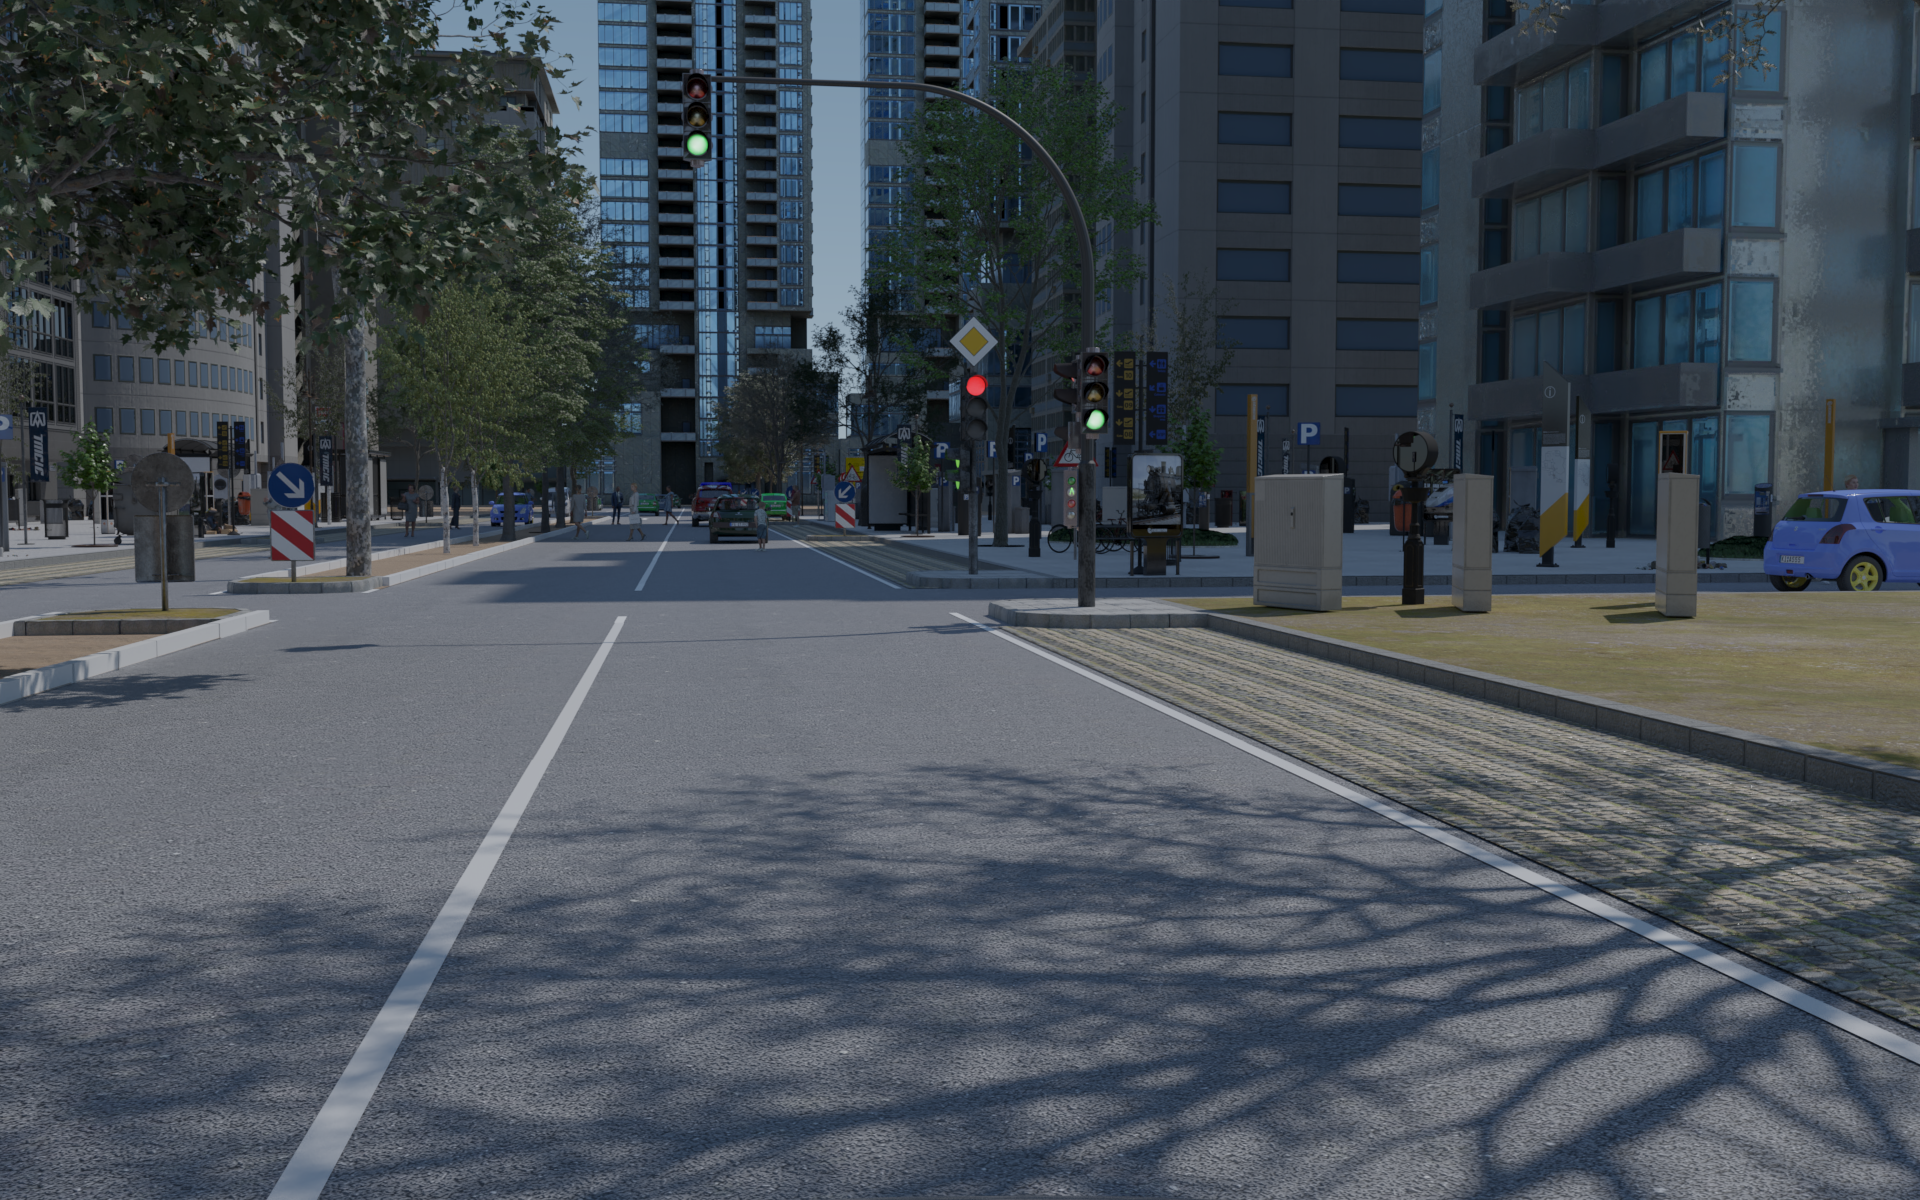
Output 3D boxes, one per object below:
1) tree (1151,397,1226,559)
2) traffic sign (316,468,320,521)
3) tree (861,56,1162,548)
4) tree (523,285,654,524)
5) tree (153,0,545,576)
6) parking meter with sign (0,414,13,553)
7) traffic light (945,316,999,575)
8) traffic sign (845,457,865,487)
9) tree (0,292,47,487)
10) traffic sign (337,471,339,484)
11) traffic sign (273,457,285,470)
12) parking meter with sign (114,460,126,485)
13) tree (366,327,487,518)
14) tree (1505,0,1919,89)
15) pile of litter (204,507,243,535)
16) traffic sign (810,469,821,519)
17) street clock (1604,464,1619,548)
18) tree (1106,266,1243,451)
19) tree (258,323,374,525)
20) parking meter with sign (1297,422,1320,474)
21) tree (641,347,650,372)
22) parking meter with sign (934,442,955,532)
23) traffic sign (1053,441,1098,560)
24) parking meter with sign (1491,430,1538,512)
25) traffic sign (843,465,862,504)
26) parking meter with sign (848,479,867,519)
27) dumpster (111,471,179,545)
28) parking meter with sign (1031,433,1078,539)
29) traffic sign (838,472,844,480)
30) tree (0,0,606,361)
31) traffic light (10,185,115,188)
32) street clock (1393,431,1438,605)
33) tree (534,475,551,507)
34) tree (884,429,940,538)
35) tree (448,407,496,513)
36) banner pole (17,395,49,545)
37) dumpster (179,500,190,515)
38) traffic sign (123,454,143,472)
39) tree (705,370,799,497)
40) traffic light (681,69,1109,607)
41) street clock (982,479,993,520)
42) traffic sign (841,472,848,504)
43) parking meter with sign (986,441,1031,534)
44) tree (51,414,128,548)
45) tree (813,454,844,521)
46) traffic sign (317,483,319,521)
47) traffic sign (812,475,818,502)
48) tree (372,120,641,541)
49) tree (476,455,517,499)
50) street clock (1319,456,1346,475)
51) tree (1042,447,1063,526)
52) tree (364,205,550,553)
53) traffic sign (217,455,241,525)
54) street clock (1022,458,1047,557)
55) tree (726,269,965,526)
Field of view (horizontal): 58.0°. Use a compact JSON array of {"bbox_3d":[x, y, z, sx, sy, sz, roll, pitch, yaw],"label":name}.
[{"bbox_3d":[4.733,-2.454,34.727,1.663,3.219,1.824,0,3,0],"label":"tree"},{"bbox_3d":[-30.545,-5.022,82.208,0.768,2.556,0.104,0,4,-1],"label":"traffic sign"},{"bbox_3d":[1.088,-7.086,41.613,9.928,11.665,9.643,0,3,0],"label":"tree"},{"bbox_3d":[-18.502,-9.472,83.087,9.928,11.665,9.643,0,3,0],"label":"tree"},{"bbox_3d":[-11.808,-10.513,30.241,12.611,20.169,13.585,0,3,0],"label":"tree"},{"bbox_3d":[-21.474,-2.590,38.600,0.543,3.016,1.738,-2,4,-34],"label":"parking meter with sign"},{"bbox_3d":[0.192,-2.361,27.528,0.839,4.253,0.868,-1,4,-9],"label":"traffic light"},{"bbox_3d":[-5.119,-6.134,94.157,2.265,3.308,0.079,0,4,-6],"label":"traffic sign"},{"bbox_3d":[-31.558,-6.458,55.953,4.360,8.622,3.978,0,3,0],"label":"tree"},{"bbox_3d":[-33.226,-5.689,93.115,0.768,2.556,0.104,0,3,0],"label":"traffic sign"},{"bbox_3d":[-23.762,-3.710,60.666,0.884,2.594,0.081,0,4,-8],"label":"traffic sign"},{"bbox_3d":[-42.455,-5.623,88.202,0.543,3.016,1.738,-3,5,-44],"label":"parking meter with sign"},{"bbox_3d":[-28.456,-9.588,91.176,7.601,10.594,8.767,0,4,-7],"label":"tree"},{"bbox_3d":[5.609,-5.955,7.733,12.009,13.543,11.850,0,3,0],"label":"tree"},{"bbox_3d":[-23.674,-2.534,55.395,1.176,0.858,1.719,2,4,33],"label":"pile of litter"},{"bbox_3d":[-7.294,-5.478,89.561,0.884,2.594,0.081,0,4,-8],"label":"traffic sign"},{"bbox_3d":[15.512,-2.243,41.239,0.358,2.002,0.471,1,4,15],"label":"street clock"},{"bbox_3d":[6.997,-6.445,55.736,4.360,8.622,3.978,0,3,0],"label":"tree"},{"bbox_3d":[-26.674,-7.462,72.365,4.360,8.622,3.978,0,3,0],"label":"tree"},{"bbox_3d":[8.696,-2.856,42.952,0.543,3.016,1.738,1,4,15],"label":"parking meter with sign"},{"bbox_3d":[-17.039,-9.335,73.218,7.486,12.596,7.792,0,3,0],"label":"tree"},{"bbox_3d":[-0.480,-3.841,59.059,0.543,3.016,1.738,0,4,8],"label":"parking meter with sign"},{"bbox_3d":[2.249,-2.062,33.724,0.884,2.594,0.081,0,4,-4],"label":"traffic sign"},{"bbox_3d":[15.358,-3.113,47.151,1.738,3.016,0.543,1,4,17],"label":"parking meter with sign"},{"bbox_3d":[-4.758,-4.675,76.442,0.884,2.594,0.081,0,4,-8],"label":"traffic sign"},{"bbox_3d":[-5.004,-5.617,88.100,0.543,3.016,1.738,2,4,34],"label":"parking meter with sign"},{"bbox_3d":[-20.906,-2.368,44.479,1.264,1.857,1.865,-1,4,-9],"label":"dumpster"},{"bbox_3d":[2.957,-3.220,48.914,1.738,3.016,0.543,3,4,37],"label":"parking meter with sign"},{"bbox_3d":[-6.712,-6.165,100.903,0.768,2.556,0.104,0,4,-7],"label":"traffic sign"},{"bbox_3d":[-7.560,-5.677,12.279,9.611,12.733,9.660,0,3,0],"label":"tree"},{"bbox_3d":[-13.872,-3.102,25.383,4.771,5.953,1.251,-1,4,-9],"label":"traffic light"},{"bbox_3d":[5.274,-0.950,20.101,0.358,2.002,0.471,-3,5,-43],"label":"street clock"},{"bbox_3d":[-42.076,-11.015,174.697,1.663,3.219,1.824,0,3,0],"label":"tree"},{"bbox_3d":[-1.176,-3.472,51.375,1.663,3.219,1.824,0,3,0],"label":"tree"},{"bbox_3d":[-33.475,-10.324,119.159,4.360,8.622,3.978,0,3,0],"label":"tree"},{"bbox_3d":[-23.453,-3.290,43.816,0.863,3.779,0.401,0,4,-3],"label":"banner pole"},{"bbox_3d":[-24.056,-3.055,52.441,1.502,2.255,1.985,-1,4,-9],"label":"dumpster"},{"bbox_3d":[-26.369,-3.380,55.366,0.768,2.556,0.104,0,4,-2],"label":"traffic sign"},{"bbox_3d":[-20.426,-16.350,173.977,9.857,13.997,8.962,0,3,0],"label":"tree"},{"bbox_3d":[-0.642,-2.722,19.178,4.771,5.953,1.251,-1,4,-9],"label":"traffic light"},{"bbox_3d":[1.468,-4.891,84.531,0.471,2.002,0.358,1,4,12],"label":"street clock"},{"bbox_3d":[-6.232,-5.882,96.270,0.768,2.556,0.104,0,4,-2],"label":"traffic sign"},{"bbox_3d":[1.601,-3.662,56.136,0.543,3.016,1.738,-3,4,-37],"label":"parking meter with sign"},{"bbox_3d":[-20.902,-2.897,41.968,1.663,3.219,1.824,0,3,0],"label":"tree"},{"bbox_3d":[-6.292,-5.452,83.743,1.663,3.219,1.824,0,3,0],"label":"tree"},{"bbox_3d":[-31.067,-5.117,83.770,0.768,2.556,0.104,0,4,-2],"label":"traffic sign"},{"bbox_3d":[-8.397,-6.264,102.524,0.768,2.556,0.104,0,4,-5],"label":"traffic sign"},{"bbox_3d":[-13.958,-8.097,52.966,7.486,12.596,7.792,0,3,0],"label":"tree"},{"bbox_3d":[-36.387,-9.330,136.260,4.285,4.588,4.351,0,3,0],"label":"tree"},{"bbox_3d":[7.118,-1.747,33.132,0.358,2.002,0.471,-3,5,-40],"label":"street clock"},{"bbox_3d":[4.155,-4.642,70.493,1.663,3.219,1.824,0,3,0],"label":"tree"},{"bbox_3d":[-12.267,-5.403,41.163,4.737,8.622,4.395,0,3,0],"label":"tree"},{"bbox_3d":[-24.004,-3.472,56.872,0.768,2.556,0.104,0,4,-6],"label":"traffic sign"},{"bbox_3d":[1.516,-1.873,35.198,0.471,2.002,0.358,-2,4,-23],"label":"street clock"},{"bbox_3d":[-3.725,-8.261,69.474,7.601,10.594,8.767,3,4,37],"label":"tree"}]
